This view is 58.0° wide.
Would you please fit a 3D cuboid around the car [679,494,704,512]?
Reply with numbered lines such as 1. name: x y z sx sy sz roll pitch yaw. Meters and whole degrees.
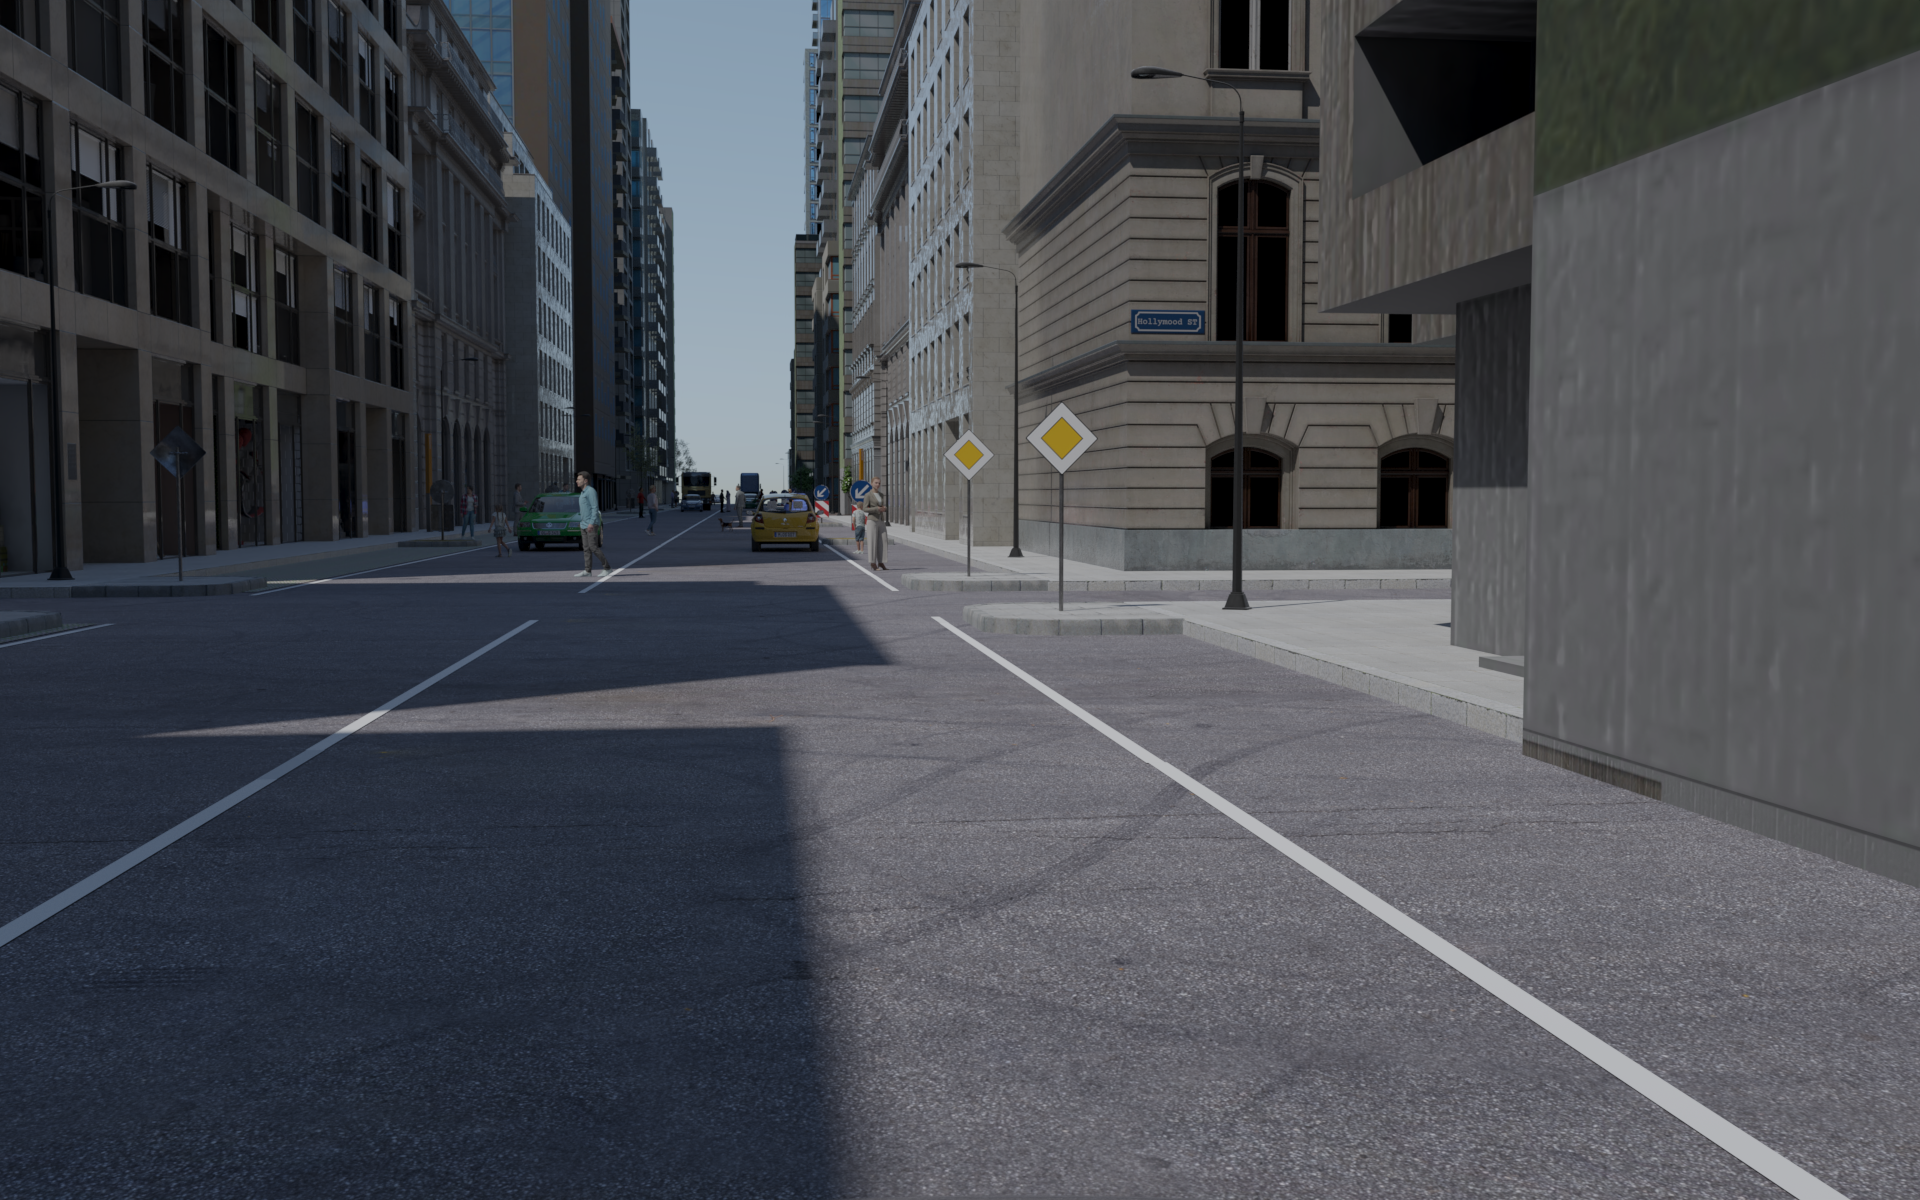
1. car: -21.591 -7.791 139.379 2.014 1.417 4.499 -1 4 -9

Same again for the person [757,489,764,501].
1. person: -14.308 -7.108 124.677 0.705 1.831 1.348 -2 4 -27

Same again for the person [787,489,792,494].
1. person: -10.473 -6.035 107.687 0.721 1.766 1.217 -1 4 -14

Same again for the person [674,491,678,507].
1. person: -30.974 -10.944 188.227 0.721 1.735 1.217 -3 4 -36

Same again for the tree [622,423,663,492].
1. tree: -32.505 -13.847 176.759 4.360 8.622 3.978 0 3 0

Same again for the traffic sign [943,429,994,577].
1. traffic sign: 0.135 -1.419 26.848 0.795 2.450 0.064 0 4 -7

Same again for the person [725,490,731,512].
1. person: -18.578 -7.917 138.614 0.621 1.740 0.551 -3 4 -36

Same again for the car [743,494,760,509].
1. car: -17.763 -8.221 146.206 2.131 1.459 4.920 0 4 -8

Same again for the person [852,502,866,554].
1. person: -2.425 -1.731 41.485 0.332 1.250 0.352 1 4 11

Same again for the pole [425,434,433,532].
1. pole: -17.926 -3.953 58.467 0.158 3.312 0.155 0 3 0

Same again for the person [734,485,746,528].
1. person: -9.438 -4.011 74.180 0.391 1.810 0.635 1 4 17

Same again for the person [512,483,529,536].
1. person: -14.806 -3.038 58.369 0.583 1.804 0.606 -1 4 -18

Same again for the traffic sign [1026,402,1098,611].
1. traffic sign: 1.105 -0.935 18.922 0.795 2.450 0.064 0 4 -7

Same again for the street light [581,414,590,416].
1. street light: -22.241 -7.862 101.084 1.470 5.913 1.316 0 4 -7

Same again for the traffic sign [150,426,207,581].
1. traffic sign: -11.475 -1.334 25.453 0.795 2.450 0.064 0 4 -7

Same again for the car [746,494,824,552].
1. car: -4.490 -2.094 44.466 2.015 1.641 3.980 0 4 -6

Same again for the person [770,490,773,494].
1. person: -19.163 -10.345 177.506 0.599 1.838 0.709 2 4 27

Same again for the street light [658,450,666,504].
1. street light: -32.279 -12.910 183.622 1.470 5.913 1.316 0 4 -7

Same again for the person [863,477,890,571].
1. person: -1.552 -1.429 32.420 0.519 1.759 0.362 -3 5 -43

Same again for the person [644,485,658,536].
1. person: -10.635 -3.089 59.685 0.731 1.740 0.598 3 4 39

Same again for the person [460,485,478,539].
1. person: -15.438 -2.761 54.483 0.563 1.720 0.643 -2 4 -27

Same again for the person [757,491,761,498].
1. person: -19.997 -9.957 172.031 0.721 1.736 1.217 2 4 35

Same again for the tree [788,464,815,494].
1. tree: -16.552 -12.288 184.620 4.285 4.588 4.351 0 3 0

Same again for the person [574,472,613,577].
1. person: -6.357 -1.315 30.014 0.620 1.820 0.660 -2 4 -32

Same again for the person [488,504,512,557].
1. person: -10.430 -1.573 39.230 0.382 1.210 0.505 3 5 40

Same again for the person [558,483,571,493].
1. person: -14.490 -3.379 63.616 0.638 1.841 0.748 0 4 4

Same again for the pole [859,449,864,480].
1. pole: -4.417 -5.122 77.582 0.158 3.312 0.155 0 3 0

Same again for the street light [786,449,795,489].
1. street light: -16.859 -12.540 177.571 1.470 5.913 1.316 0 4 -7

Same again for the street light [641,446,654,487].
1. street light: -30.423 -11.978 168.379 1.470 5.913 1.316 0 4 -7

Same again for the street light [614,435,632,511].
1. street light: -26.307 -9.946 135.154 1.470 5.913 1.316 0 4 -7

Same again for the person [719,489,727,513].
1. person: -18.288 -7.628 133.350 0.705 1.807 1.348 1 4 13

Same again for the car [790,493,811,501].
1. car: -10.975 -6.544 116.590 1.945 1.707 3.694 0 4 -8

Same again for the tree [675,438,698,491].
1. tree: -42.520 -19.800 258.139 7.601 10.594 8.767 0 4 1

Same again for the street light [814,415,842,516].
1. street light: -7.626 -7.892 101.571 1.470 5.913 1.316 0 4 -7

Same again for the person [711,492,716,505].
1. person: -31.298 -12.863 219.368 0.990 1.755 0.434 2 4 28

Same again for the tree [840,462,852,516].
1. tree: -6.700 -6.682 103.845 1.663 3.219 1.824 0 3 0

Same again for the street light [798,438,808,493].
1. street light: -12.740 -10.487 144.009 1.470 5.913 1.316 0 4 -7

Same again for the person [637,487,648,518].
1. person: -18.893 -5.771 102.794 0.705 1.831 1.348 1 4 15

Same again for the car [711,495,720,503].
1. car: -33.363 -13.751 237.192 2.083 1.381 4.827 0 4 -5

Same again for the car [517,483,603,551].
1. car: -10.389 -2.223 45.141 1.959 1.807 4.718 0 4 -5

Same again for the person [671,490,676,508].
1. person: -28.919 -10.195 175.053 0.599 1.838 0.709 0 4 5
